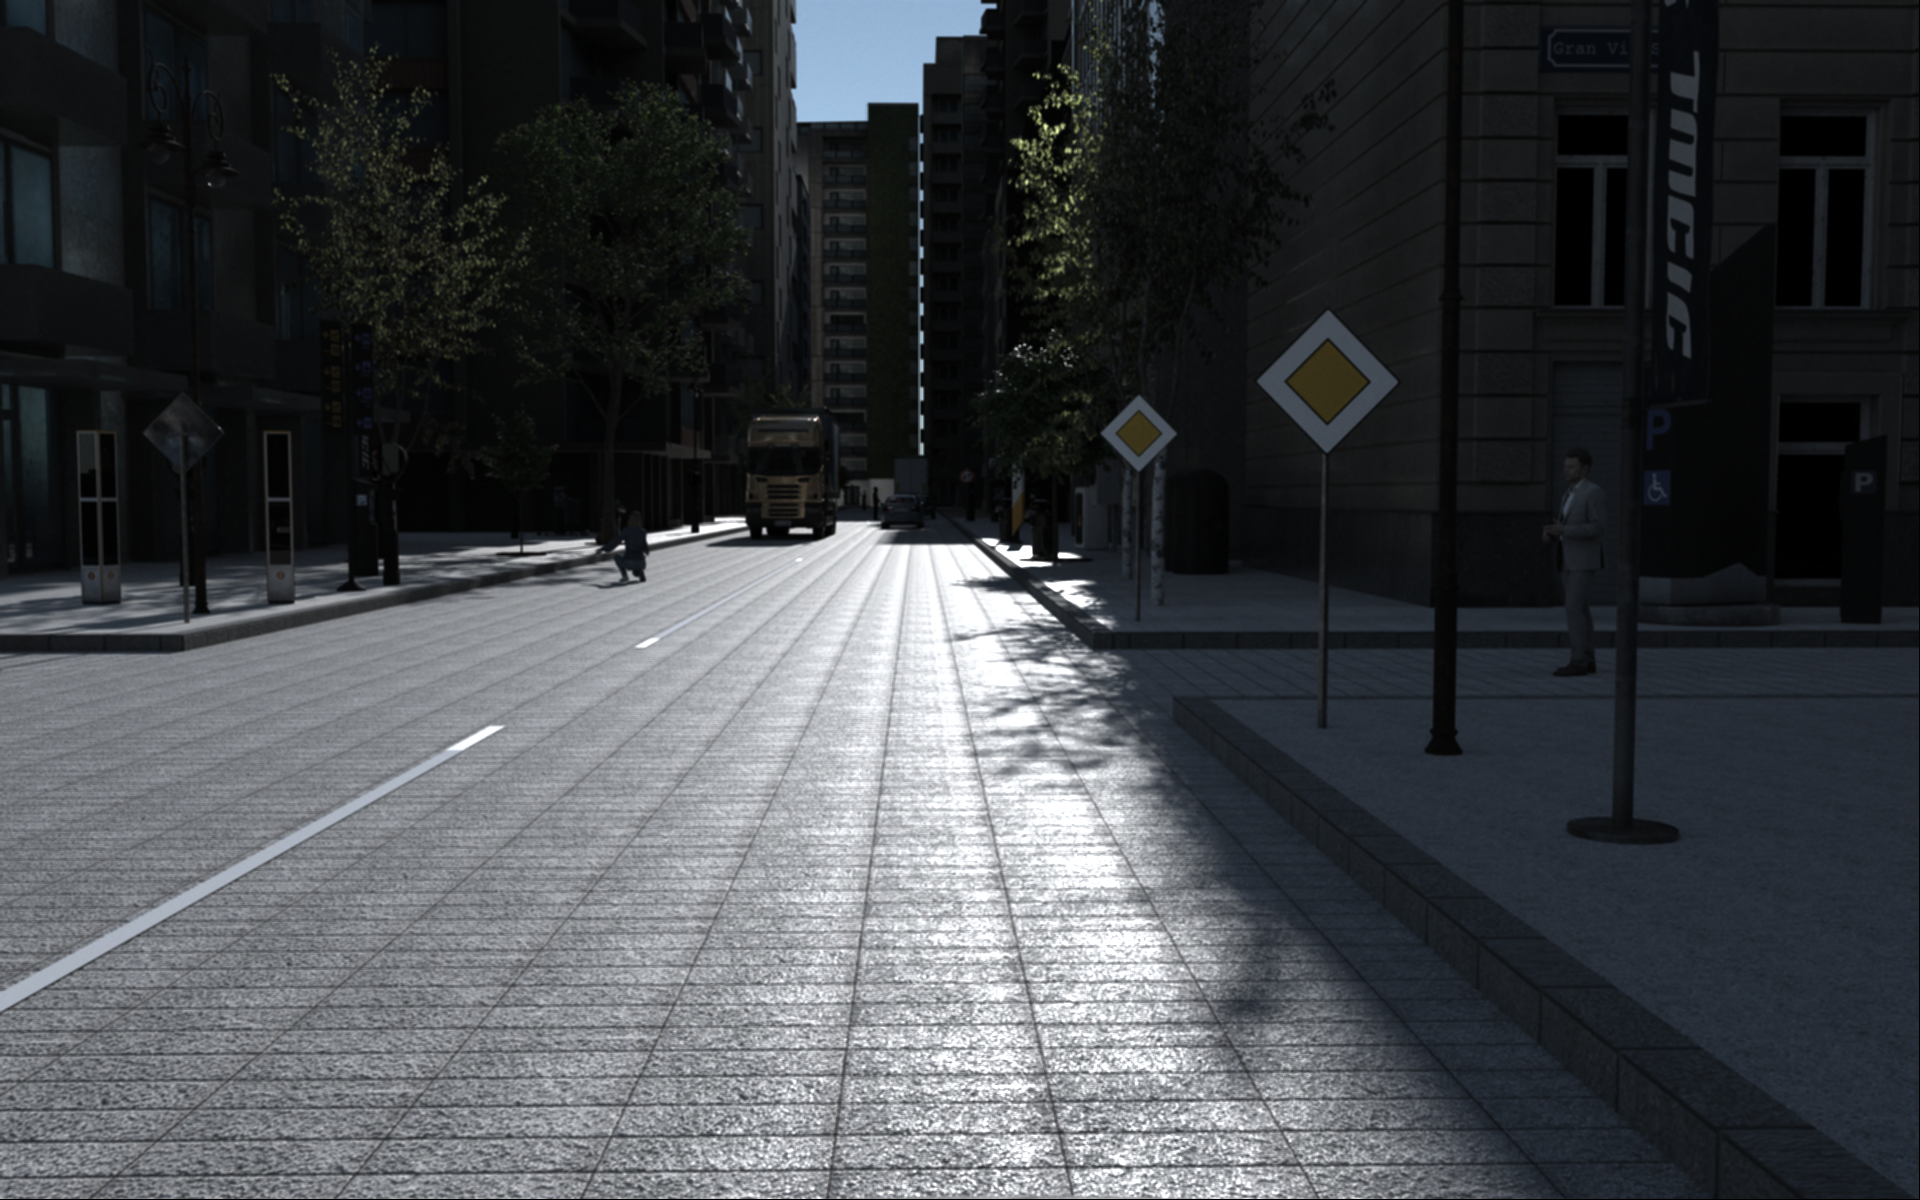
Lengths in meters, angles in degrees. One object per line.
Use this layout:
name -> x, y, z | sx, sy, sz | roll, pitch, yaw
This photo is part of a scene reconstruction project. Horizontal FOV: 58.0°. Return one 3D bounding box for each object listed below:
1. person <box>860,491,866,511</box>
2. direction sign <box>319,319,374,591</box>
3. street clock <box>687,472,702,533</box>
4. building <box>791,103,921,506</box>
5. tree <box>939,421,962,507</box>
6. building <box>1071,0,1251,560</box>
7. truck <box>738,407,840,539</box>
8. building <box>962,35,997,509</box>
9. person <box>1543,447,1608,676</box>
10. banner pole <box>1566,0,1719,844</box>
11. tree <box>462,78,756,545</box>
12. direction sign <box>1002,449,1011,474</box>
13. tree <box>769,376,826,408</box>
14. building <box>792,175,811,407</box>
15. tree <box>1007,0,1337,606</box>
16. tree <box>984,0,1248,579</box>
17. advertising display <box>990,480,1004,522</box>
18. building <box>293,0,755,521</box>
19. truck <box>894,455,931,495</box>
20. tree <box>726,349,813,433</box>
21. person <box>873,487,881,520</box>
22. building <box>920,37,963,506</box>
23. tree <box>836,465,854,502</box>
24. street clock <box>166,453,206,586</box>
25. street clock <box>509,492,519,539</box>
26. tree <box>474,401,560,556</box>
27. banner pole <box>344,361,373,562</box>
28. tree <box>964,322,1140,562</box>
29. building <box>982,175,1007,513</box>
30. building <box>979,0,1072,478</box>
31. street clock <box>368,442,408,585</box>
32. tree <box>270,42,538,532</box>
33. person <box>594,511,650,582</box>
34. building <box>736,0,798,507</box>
person -> -8.439, -8.618, 150.214 | 0.742, 1.727, 0.445 | 1, 4, 23
direction sign -> -8.084, -1.891, 22.907 | 0.379, 3.537, 0.876 | 2, 4, 27
street clock -> -8.783, -3.231, 57.402 | 0.471, 2.002, 0.358 | 2, 4, 32
building -> -11.236, -30.639, 184.545 | 14.086, 41.232, 14.154 | 0, 4, -1
tree -> -0.322, -13.390, 169.292 | 4.737, 8.622, 4.395 | 0, 3, 0
building -> 9.650, -13.748, 42.809 | 12.078, 24.808, 19.932 | 0, 4, -1
truck -> -5.548, -4.247, 58.360 | 2.839, 4.237, 11.283 | 0, 4, -1
building -> 7.130, -29.058, 158.688 | 14.154, 41.232, 14.086 | 0, 4, -1
person -> 4.841, -0.311, 13.788 | 0.583, 1.804, 0.606 | -1, 4, -11
banner pole -> 2.502, -0.989, 6.189 | 0.401, 3.779, 0.863 | 0, 4, -1
tree -> -8.752, -7.204, 43.540 | 9.928, 11.665, 9.643 | 0, 3, 0
direction sign -> 2.085, -4.690, 68.683 | 0.876, 3.537, 0.379 | 2, 4, 25
tree -> -10.332, -9.705, 109.033 | 4.360, 8.622, 3.978 | 0, 3, 0
building -> -20.830, -23.685, 158.958 | 14.107, 30.474, 14.160 | 0, 4, -1
tree -> 2.307, -4.257, 19.967 | 4.360, 8.622, 3.978 | 0, 3, 0
tree -> 2.490, -4.641, 26.245 | 4.737, 8.622, 4.395 | 0, 3, 0
advertising display -> 1.718, -4.495, 78.701 | 0.123, 1.923, 0.974 | 3, 5, 40
building -> -24.639, -29.775, 106.437 | 23.786, 49.044, 30.456 | 0, 4, -1
truck -> -3.598, -8.630, 130.015 | 2.839, 4.237, 11.283 | 0, 4, -1
tree -> -9.987, -8.465, 88.759 | 4.737, 8.622, 4.395 | 0, 3, 0
person -> -4.651, -5.375, 96.342 | 0.705, 1.831, 1.348 | -1, 4, -15
building -> 6.517, -34.530, 188.267 | 21.600, 48.544, 21.300 | 0, 4, -1
tree -> -12.064, -11.363, 169.502 | 4.285, 4.588, 4.351 | 0, 3, 0
street clock -> -10.801, -1.202, 24.224 | 0.471, 2.002, 0.358 | 0, 4, 6
street clock -> -12.852, -2.775, 49.933 | 0.358, 2.002, 0.471 | -2, 4, -28
tree -> -9.074, -2.539, 36.108 | 1.663, 3.219, 1.824 | 0, 3, 0
banner pole -> -11.359, -2.619, 32.830 | 0.401, 3.779, 0.863 | 1, 4, 15
tree -> 1.803, -3.032, 33.294 | 4.285, 4.588, 4.351 | 0, 3, 0
building -> 15.742, -16.135, 108.838 | 27.650, 21.520, 28.899 | 0, 4, -1
building -> 12.784, -29.499, 136.934 | 22.147, 44.769, 28.867 | 0, 4, -1
street clock -> -8.025, -1.213, 24.395 | 0.471, 2.002, 0.358 | 0, 4, -4
tree -> -9.393, -4.791, 28.697 | 4.360, 8.622, 3.978 | 0, 3, 0
person -> -5.491, -0.883, 28.428 | 1.012, 1.151, 0.738 | -2, 4, -26
building -> -26.952, -33.430, 135.819 | 28.713, 52.752, 27.495 | 0, 4, -1
